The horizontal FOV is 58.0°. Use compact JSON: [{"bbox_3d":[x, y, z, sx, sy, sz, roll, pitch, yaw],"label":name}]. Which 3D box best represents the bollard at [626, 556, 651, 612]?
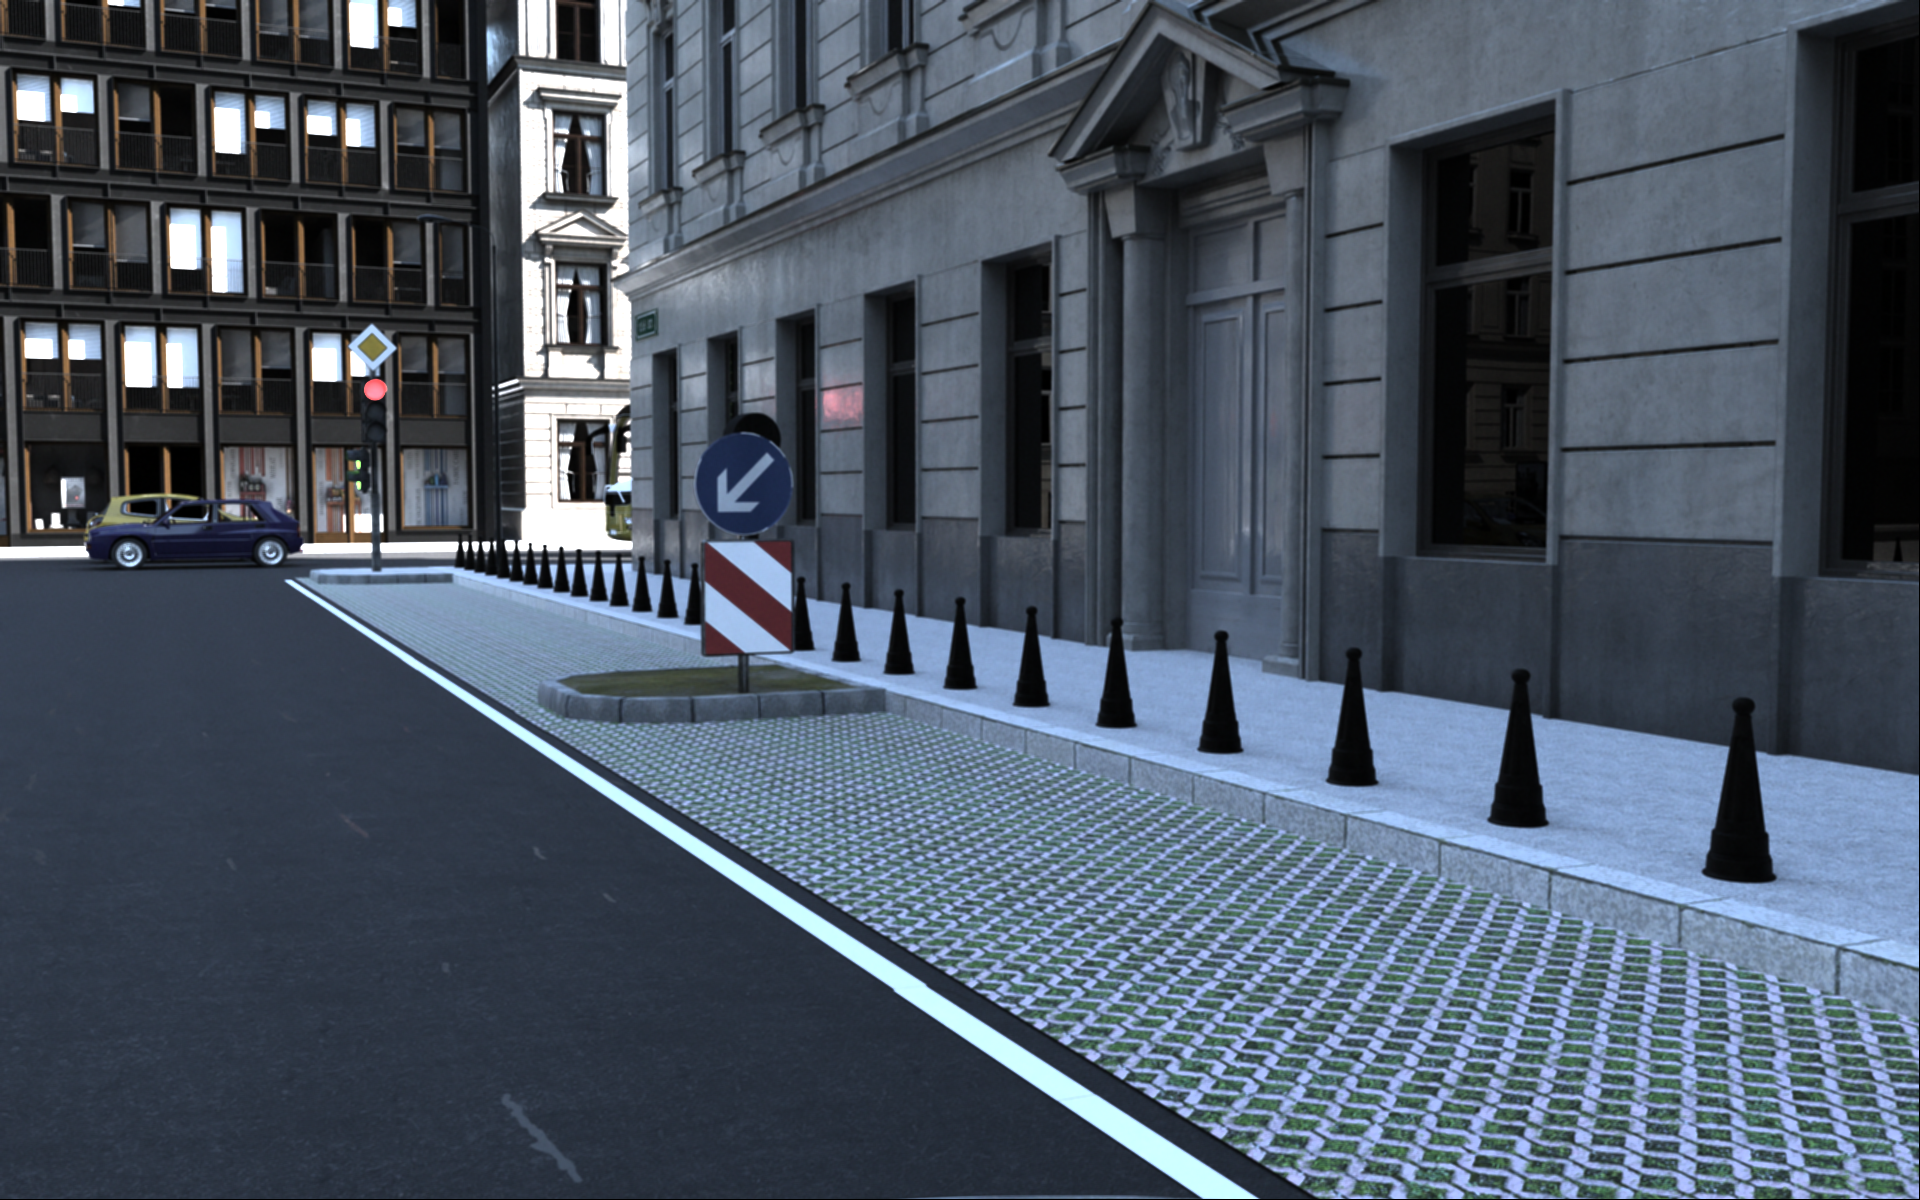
[{"bbox_3d":[-3.481,-0.178,18.950,0.229,0.601,0.229,0,3,0],"label":"bollard"}]

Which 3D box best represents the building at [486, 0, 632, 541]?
[{"bbox_3d":[-5.682,-11.624,54.679,19.286,19.102,10.561,-2,4,-25],"label":"building"}]

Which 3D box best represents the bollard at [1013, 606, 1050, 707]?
[{"bbox_3d":[0.434,0.338,10.513,0.229,0.601,0.229,0,3,0],"label":"bollard"}]

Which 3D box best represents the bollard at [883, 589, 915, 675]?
[{"bbox_3d":[-0.436,0.224,12.386,0.229,0.601,0.229,0,3,0],"label":"bollard"}]

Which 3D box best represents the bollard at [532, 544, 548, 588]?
[{"bbox_3d":[-5.660,-0.464,23.632,0.229,0.601,0.229,0,3,0],"label":"bollard"}]

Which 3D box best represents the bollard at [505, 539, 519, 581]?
[{"bbox_3d":[-6.528,-0.579,25.504,0.229,0.601,0.229,0,3,0],"label":"bollard"}]

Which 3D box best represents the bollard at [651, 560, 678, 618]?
[{"bbox_3d":[-3.042,-0.120,18.008,0.229,0.601,0.229,0,3,0],"label":"bollard"}]

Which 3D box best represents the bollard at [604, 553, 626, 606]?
[{"bbox_3d":[-3.915,-0.235,19.881,0.229,0.601,0.229,0,3,0],"label":"bollard"}]

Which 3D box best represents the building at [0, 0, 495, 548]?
[{"bbox_3d":[-22.091,-13.321,47.480,15.834,23.373,12.332,-2,4,-25],"label":"building"}]

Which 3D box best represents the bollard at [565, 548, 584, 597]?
[{"bbox_3d":[-4.782,-0.349,21.747,0.229,0.601,0.229,0,3,0],"label":"bollard"}]

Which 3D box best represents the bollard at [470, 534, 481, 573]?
[{"bbox_3d":[-7.840,-0.752,28.330,0.229,0.601,0.229,0,3,0],"label":"bollard"}]

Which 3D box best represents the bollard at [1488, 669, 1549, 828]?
[{"bbox_3d":[2.181,0.568,6.751,0.229,0.601,0.229,0,3,0],"label":"bollard"}]

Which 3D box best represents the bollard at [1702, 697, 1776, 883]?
[{"bbox_3d":[2.618,0.626,5.804,0.229,0.601,0.229,0,3,0],"label":"bollard"}]

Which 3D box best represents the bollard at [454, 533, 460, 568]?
[{"bbox_3d":[-8.716,-0.867,30.223,0.229,0.601,0.229,0,3,0],"label":"bollard"}]

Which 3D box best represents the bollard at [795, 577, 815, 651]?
[{"bbox_3d":[-1.308,0.109,14.263,0.229,0.601,0.229,0,3,0],"label":"bollard"}]

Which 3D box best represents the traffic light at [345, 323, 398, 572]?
[{"bbox_3d":[-9.688,-2.426,28.588,0.839,4.253,0.868,-2,4,-25],"label":"traffic light"}]

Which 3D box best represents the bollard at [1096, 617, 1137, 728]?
[{"bbox_3d":[0.866,0.395,9.581,0.229,0.601,0.229,0,3,0],"label":"bollard"}]

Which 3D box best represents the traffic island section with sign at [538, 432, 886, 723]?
[{"bbox_3d":[-1.792,-0.192,11.762,1.989,1.847,2.006,-2,4,-25],"label":"traffic island section with sign"}]

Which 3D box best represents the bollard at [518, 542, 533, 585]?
[{"bbox_3d":[-6.093,-0.522,24.573,0.229,0.601,0.229,0,3,0],"label":"bollard"}]

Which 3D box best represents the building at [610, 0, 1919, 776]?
[{"bbox_3d":[10.666,-14.410,12.022,17.030,29.872,44.131,-2,4,-25],"label":"building"}]

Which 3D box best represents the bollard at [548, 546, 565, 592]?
[{"bbox_3d":[-5.220,-0.407,22.694,0.229,0.601,0.229,0,3,0],"label":"bollard"}]

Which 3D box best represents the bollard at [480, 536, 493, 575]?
[{"bbox_3d":[-7.405,-0.694,27.392,0.229,0.601,0.229,0,3,0],"label":"bollard"}]

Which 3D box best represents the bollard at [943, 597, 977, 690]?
[{"bbox_3d":[0.002,0.281,11.451,0.229,0.601,0.229,0,3,0],"label":"bollard"}]

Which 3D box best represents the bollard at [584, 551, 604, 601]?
[{"bbox_3d":[-4.344,-0.292,20.815,0.229,0.601,0.229,0,3,0],"label":"bollard"}]

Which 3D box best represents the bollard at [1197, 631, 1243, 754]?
[{"bbox_3d":[1.302,0.452,8.647,0.229,0.601,0.229,0,3,0],"label":"bollard"}]

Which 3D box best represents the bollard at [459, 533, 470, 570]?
[{"bbox_3d":[-8.278,-0.810,29.279,0.229,0.601,0.229,0,3,0],"label":"bollard"}]

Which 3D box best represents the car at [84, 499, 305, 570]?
[{"bbox_3d":[-14.935,-1.299,33.823,3.894,1.354,1.945,-2,4,-27],"label":"car"}]

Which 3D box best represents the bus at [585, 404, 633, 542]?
[{"bbox_3d":[-2.727,-3.107,42.342,12.252,3.916,2.896,-2,4,-26],"label":"bus"}]

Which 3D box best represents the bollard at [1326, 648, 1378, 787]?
[{"bbox_3d":[1.745,0.511,7.689,0.229,0.601,0.229,0,3,0],"label":"bollard"}]

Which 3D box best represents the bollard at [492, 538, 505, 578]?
[{"bbox_3d":[-6.965,-0.636,26.447,0.229,0.601,0.229,0,3,0],"label":"bollard"}]

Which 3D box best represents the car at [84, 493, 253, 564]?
[{"bbox_3d":[-16.370,-1.623,36.754,3.980,1.641,2.015,-2,4,-23],"label":"car"}]

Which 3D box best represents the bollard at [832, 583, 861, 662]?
[{"bbox_3d":[-0.877,0.166,13.331,0.229,0.601,0.229,0,3,0],"label":"bollard"}]

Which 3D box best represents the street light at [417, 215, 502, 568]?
[{"bbox_3d":[-8.366,-3.465,29.192,1.470,5.913,1.316,-2,4,-25],"label":"street light"}]

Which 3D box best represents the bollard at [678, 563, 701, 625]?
[{"bbox_3d":[-2.612,-0.063,17.075,0.229,0.601,0.229,0,3,0],"label":"bollard"}]

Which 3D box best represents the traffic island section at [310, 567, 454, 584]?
[{"bbox_3d":[-9.647,-0.394,28.720,2.009,0.180,2.903,-2,4,-25],"label":"traffic island section"}]

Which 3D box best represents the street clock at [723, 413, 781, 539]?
[{"bbox_3d":[-1.865,-0.672,15.562,0.471,2.002,0.358,-2,4,-31],"label":"street clock"}]
